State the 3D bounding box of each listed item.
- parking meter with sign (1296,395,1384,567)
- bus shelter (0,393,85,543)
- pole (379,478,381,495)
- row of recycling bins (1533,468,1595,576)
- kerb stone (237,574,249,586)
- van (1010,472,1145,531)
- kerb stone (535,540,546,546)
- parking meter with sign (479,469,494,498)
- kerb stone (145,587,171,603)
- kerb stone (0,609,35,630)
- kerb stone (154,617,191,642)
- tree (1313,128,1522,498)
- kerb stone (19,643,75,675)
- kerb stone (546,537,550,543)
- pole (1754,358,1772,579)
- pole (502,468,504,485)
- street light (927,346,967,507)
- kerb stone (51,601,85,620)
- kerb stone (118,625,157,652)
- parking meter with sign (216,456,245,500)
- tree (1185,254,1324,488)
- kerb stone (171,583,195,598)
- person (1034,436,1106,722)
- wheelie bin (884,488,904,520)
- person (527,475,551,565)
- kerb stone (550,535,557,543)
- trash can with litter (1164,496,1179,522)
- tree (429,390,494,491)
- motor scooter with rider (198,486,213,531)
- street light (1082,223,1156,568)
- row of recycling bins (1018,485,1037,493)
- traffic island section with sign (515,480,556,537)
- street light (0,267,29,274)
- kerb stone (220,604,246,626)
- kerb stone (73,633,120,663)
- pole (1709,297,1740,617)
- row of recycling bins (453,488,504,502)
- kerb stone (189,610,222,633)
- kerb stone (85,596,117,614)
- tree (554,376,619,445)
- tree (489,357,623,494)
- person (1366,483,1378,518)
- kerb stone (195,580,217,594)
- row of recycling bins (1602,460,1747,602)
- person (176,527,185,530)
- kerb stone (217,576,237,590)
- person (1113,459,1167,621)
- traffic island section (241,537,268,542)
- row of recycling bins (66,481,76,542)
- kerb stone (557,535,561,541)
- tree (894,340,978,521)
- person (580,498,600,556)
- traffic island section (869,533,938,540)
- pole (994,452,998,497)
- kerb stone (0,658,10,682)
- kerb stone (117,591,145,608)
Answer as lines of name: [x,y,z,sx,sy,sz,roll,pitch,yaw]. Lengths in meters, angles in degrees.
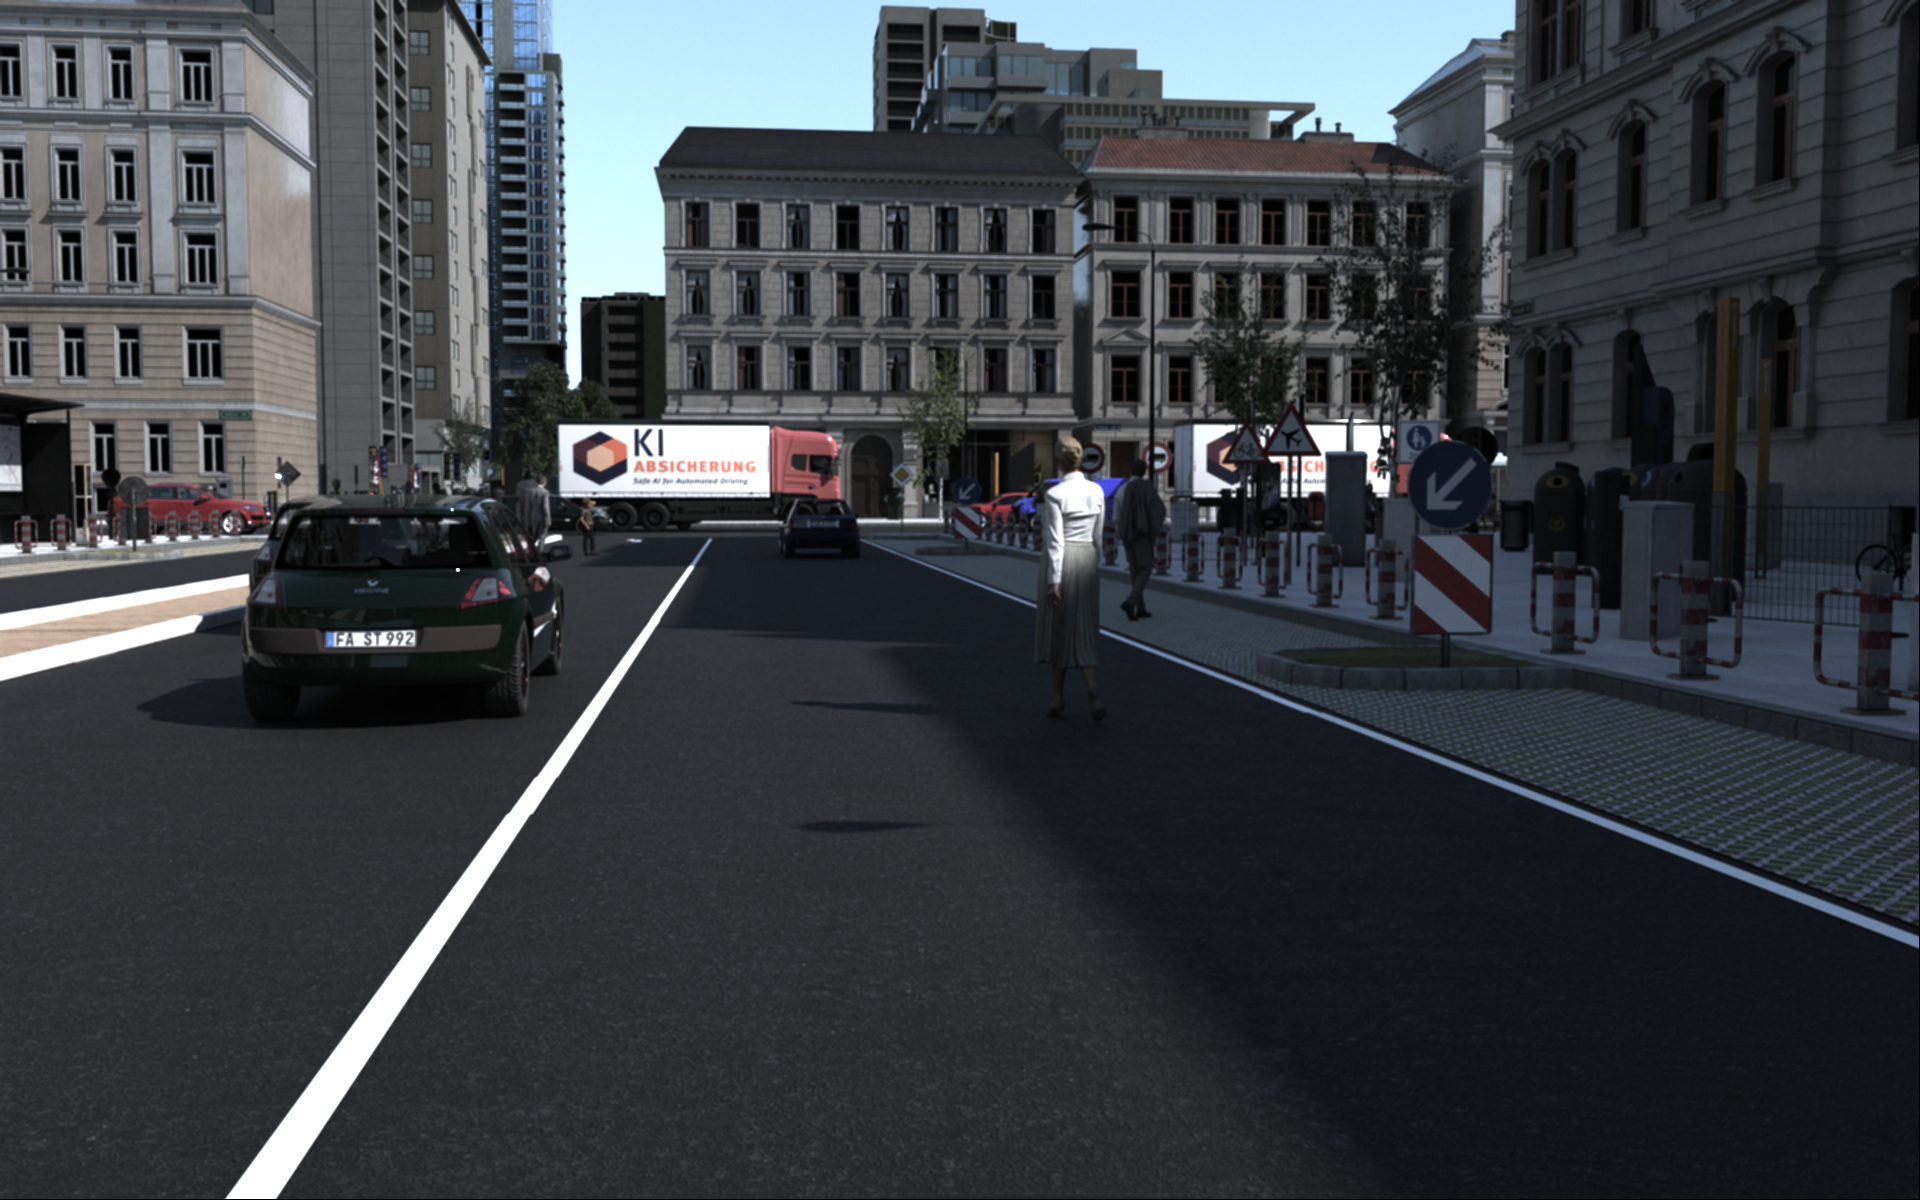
parking meter with sign: [6.818,-2.096,30.533,1.738,3.016,0.543,0,4,5]
bus shelter: [-23.394,-3.123,42.337,1.731,3.624,6.357,0,4,-7]
pole: [-45.264,-8.643,135.155,0.158,3.312,0.155,0,3,0]
row of recycling bins: [10.395,-1.197,26.682,1.069,1.692,3.534,-2,4,-34]
kerb stone: [-11.239,-0.297,27.052,0.120,0.150,1.000,0,4,-7]
van: [4.508,-3.800,66.510,5.245,2.365,2.240,-1,4,-9]
kerb stone: [-11.871,-1.629,48.826,0.120,0.150,1.000,0,4,-7]
parking meter with sign: [-32.840,-7.539,119.531,0.543,3.016,1.738,1,4,16]
kerb stone: [-10.731,-0.048,22.982,0.120,0.150,1.000,0,4,-7]
kerb stone: [-10.214,0.201,18.916,0.120,0.150,1.000,0,4,-7]
kerb stone: [-7.883,0.305,17.201,0.120,0.150,1.000,0,4,-7]
tree: [9.236,-5.237,35.987,4.360,8.622,3.978,0,3,0]
kerb stone: [-7.498,0.494,14.126,0.120,0.150,1.000,0,4,-7]
kerb stone: [-12.002,-1.684,49.843,0.120,0.150,1.000,0,4,-7]
pole: [12.130,-1.977,26.160,0.158,3.312,0.155,0,3,0]
pole: [-36.144,-8.761,137.088,0.158,3.312,0.155,0,3,0]
street light: [-0.348,-5.023,54.674,1.470,5.913,1.316,0,4,-7]
kerb stone: [-10.351,0.143,19.932,0.120,0.150,1.000,0,4,-7]
kerb stone: [-7.753,0.371,16.170,0.120,0.150,1.000,0,4,-7]
parking meter with sign: [-33.824,-5.097,79.602,1.738,3.016,0.543,-2,4,-28]
tree: [9.086,-6.358,54.310,4.737,8.622,4.395,0,3,0]
kerb stone: [-10.861,-0.105,23.999,0.120,0.150,1.000,0,4,-7]
person: [0.735,-0.137,10.968,0.478,1.798,0.641,-1,4,-18]
wheelie bin: [-3.260,-4.784,86.130,0.980,1.594,0.693,0,4,-8]
person: [-8.505,-1.616,35.050,0.709,1.813,0.853,2,4,27]
kerb stone: [-12.253,-1.816,51.885,0.120,0.150,1.000,0,4,-7]
trash can with litter: [9.702,-4.290,81.198,2.233,1.210,1.678,-2,4,-34]
tree: [-35.643,-10.606,123.772,4.360,8.622,3.978,0,3,0]
motor scooter with rider: [-28.928,-3.577,67.446,1.986,1.779,0.876,0,4,-7]
street light: [2.784,-3.508,29.890,1.470,5.913,1.316,0,4,-7]
row of recycling bins: [3.938,-4.545,81.416,1.069,1.692,3.534,2,4,35]
traffic island section with sign: [-13.564,-2.796,53.851,2.006,1.907,1.989,0,4,-7]
street light: [-19.768,-3.855,35.571,1.470,5.913,1.316,0,4,-7]
kerb stone: [-8.140,0.180,19.250,0.120,0.150,1.000,0,4,-7]
kerb stone: [-7.619,0.431,15.154,0.120,0.150,1.000,0,4,-7]
pole: [7.995,-1.484,18.111,0.158,3.312,0.155,0,3,0]
row of recycling bins: [-31.627,-6.509,113.541,3.534,1.692,1.069,0,4,7]
kerb stone: [-8.013,0.243,18.231,0.120,0.150,1.000,0,4,-7]
kerb stone: [-10.478,0.076,20.949,0.120,0.150,1.000,0,4,-7]
tree: [-39.241,-17.023,185.750,7.806,13.903,7.818,0,3,0]
tree: [-34.621,-13.933,144.810,9.611,12.733,9.660,0,3,0]
person: [13.951,-3.073,58.993,0.600,1.795,0.529,1,4,18]
kerb stone: [-10.987,-0.173,25.018,0.120,0.150,1.000,0,4,-7]
row of recycling bins: [9.233,-0.927,22.274,1.069,1.692,3.534,0,4,8]
person: [-31.185,-3.572,69.119,0.614,1.554,0.590,2,4,33]
kerb stone: [-11.119,-0.231,26.034,0.120,0.150,1.000,0,4,-7]
person: [2.045,-0.679,19.697,0.679,1.850,0.850,2,4,33]
traffic island section: [-20.473,-1.863,52.748,2.009,0.180,2.903,0,4,-7]
row of recycling bins: [-25.282,-2.434,46.902,3.534,1.692,1.069,1,4,23]
kerb stone: [-12.387,-1.879,52.910,0.120,0.150,1.000,0,4,-7]
tree: [-1.002,-8.129,83.279,4.737,8.622,4.395,0,3,0]
person: [-8.645,-1.715,40.452,0.340,1.345,0.435,0,4,8]
traffic island section: [-1.828,-2.006,55.084,2.009,0.180,2.903,0,4,-7]
pole: [1.775,-5.567,84.869,0.158,3.312,0.155,0,3,0]
kerb stone: [-7.365,0.556,13.108,0.120,0.150,1.000,0,4,-7]
kerb stone: [-10.606,0.020,21.966,0.120,0.150,1.000,0,4,-7]
